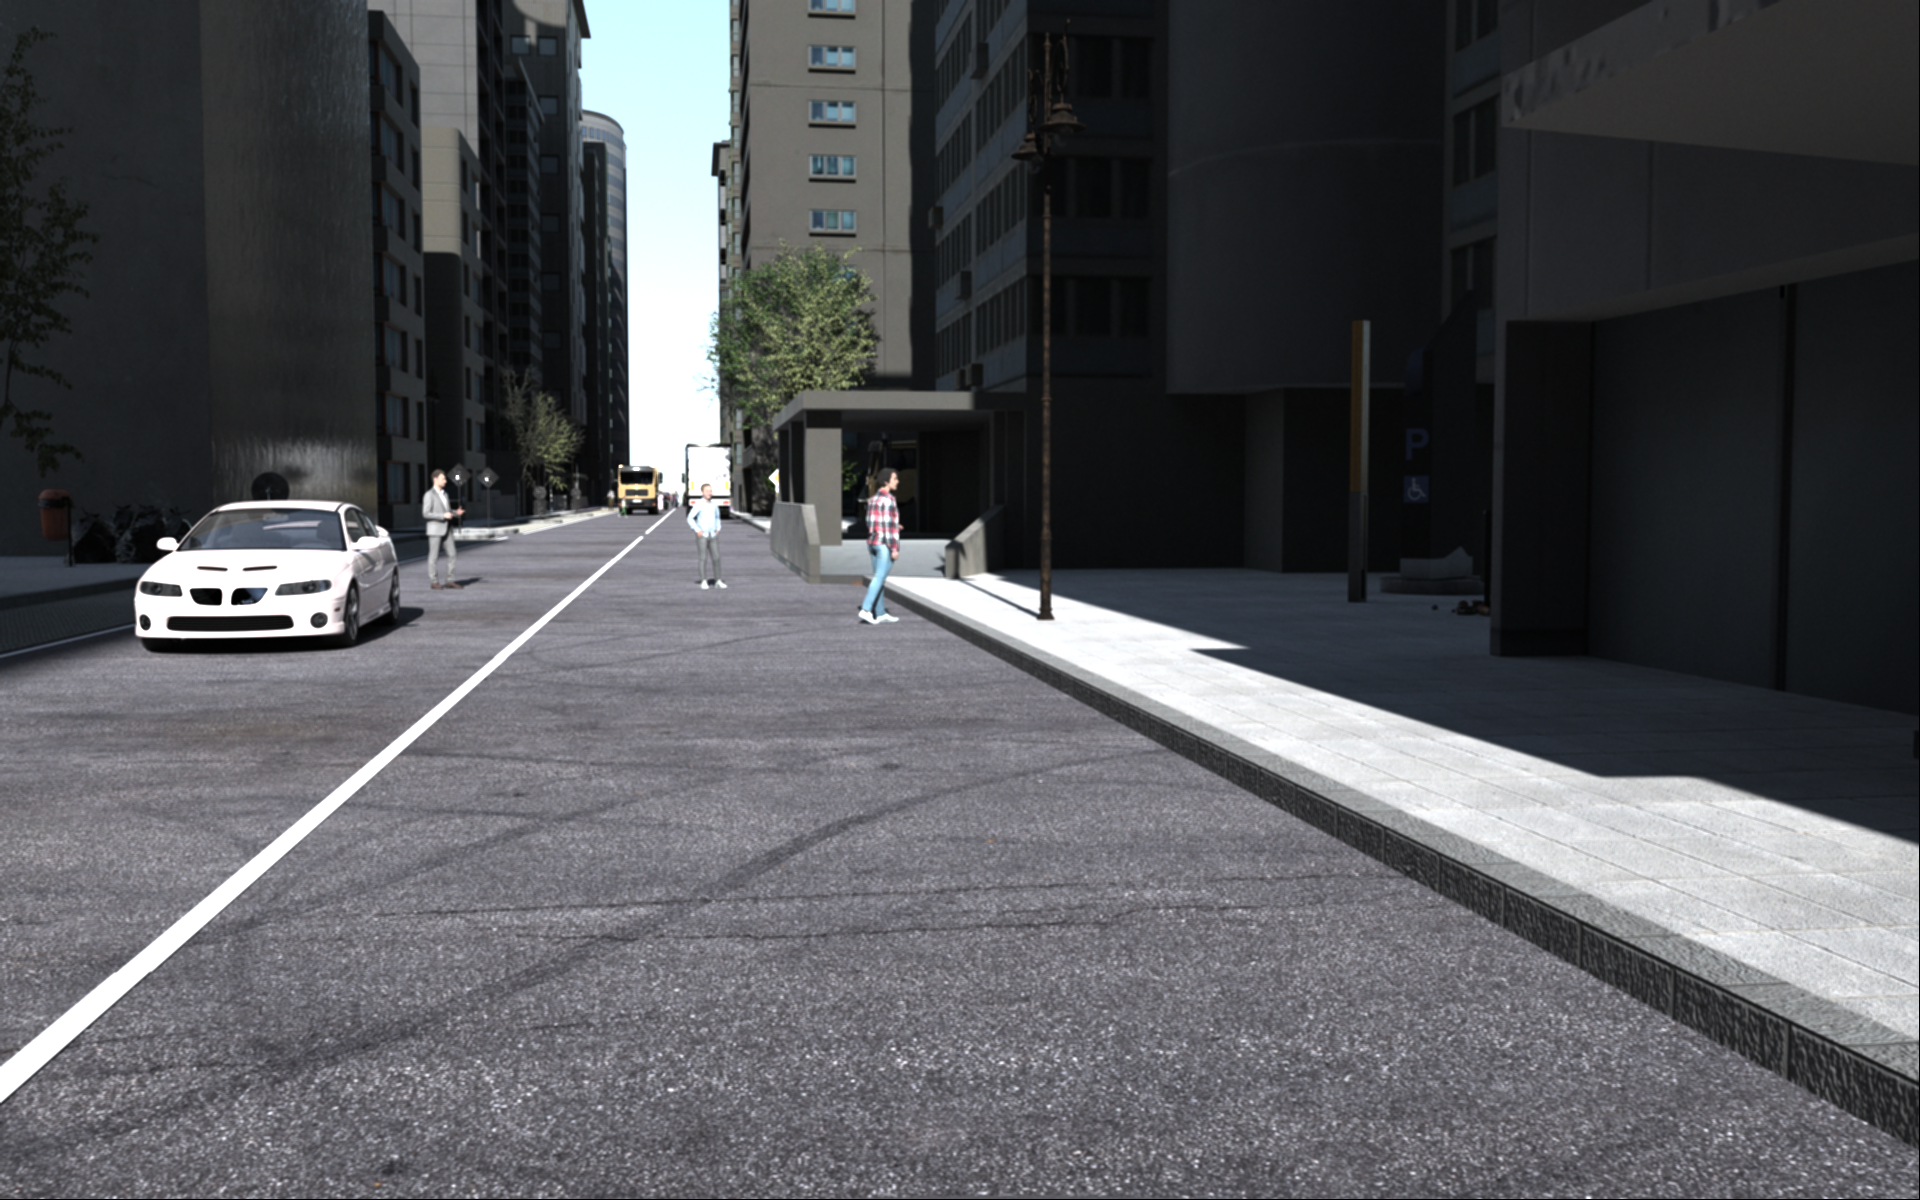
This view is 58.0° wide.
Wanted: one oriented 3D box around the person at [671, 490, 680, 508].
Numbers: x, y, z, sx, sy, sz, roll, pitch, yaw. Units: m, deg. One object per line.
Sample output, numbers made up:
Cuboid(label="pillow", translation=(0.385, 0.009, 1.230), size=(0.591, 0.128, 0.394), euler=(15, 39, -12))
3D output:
Cuboid(label="person", translation=(-29.621, -10.532, 180.682), size=(1.348, 1.826, 0.705), euler=(3, 5, 41))

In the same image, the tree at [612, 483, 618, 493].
Cuboid(label="tree", translation=(-43.071, -13.366, 213.136), size=(1.663, 3.219, 1.824), euler=(0, 3, 0))

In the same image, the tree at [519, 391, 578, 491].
Cuboid(label="tree", translation=(-29.381, -10.516, 122.294), size=(4.737, 8.622, 4.395), euler=(0, 3, 0))

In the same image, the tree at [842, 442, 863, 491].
Cuboid(label="tree", translation=(-4.036, -3.646, 54.217), size=(1.663, 3.219, 1.824), euler=(0, 3, 0))

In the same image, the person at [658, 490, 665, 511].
Cuboid(label="person", translation=(-25.800, -8.565, 149.209), size=(0.621, 1.740, 0.551), euler=(1, 4, 22))

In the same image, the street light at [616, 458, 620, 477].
Cuboid(label="street light", translation=(-43.764, -15.212, 221.506), size=(0.468, 5.910, 1.993), euler=(-1, 4, -9))

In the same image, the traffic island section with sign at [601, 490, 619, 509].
Cuboid(label="traffic island section with sign", translation=(-32.506, -9.374, 161.886), size=(1.989, 1.847, 2.006), euler=(-1, 4, -9))

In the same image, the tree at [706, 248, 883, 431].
Cuboid(label="tree", translation=(-6.897, -8.969, 72.394), size=(9.928, 11.665, 9.643), euler=(0, 3, 0))

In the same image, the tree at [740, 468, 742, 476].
Cuboid(label="tree", translation=(-14.041, -8.515, 122.927), size=(4.285, 4.588, 4.351), euler=(0, 3, 0))

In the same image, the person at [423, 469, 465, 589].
Cuboid(label="person", translation=(-7.774, -1.065, 26.119), size=(0.583, 1.804, 0.606), euler=(1, 4, 14))

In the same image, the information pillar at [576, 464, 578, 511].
Cuboid(label="information pillar", translation=(-29.544, -8.694, 133.503), size=(0.183, 3.616, 0.504), euler=(-1, 4, -10))

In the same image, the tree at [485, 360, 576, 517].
Cuboid(label="tree", translation=(-24.364, -8.926, 96.307), size=(4.360, 8.622, 3.978), euler=(0, 3, 0))

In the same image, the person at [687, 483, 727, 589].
Cuboid(label="person", translation=(-3.824, -0.971, 26.189), size=(0.589, 1.601, 0.330), euler=(-2, 4, -31))

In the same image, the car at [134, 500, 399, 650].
Cuboid(label="car", translation=(-6.850, -0.315, 17.506), size=(2.083, 1.381, 4.827), euler=(-1, 4, -10))

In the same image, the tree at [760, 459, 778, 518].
Cuboid(label="tree", translation=(-9.990, -6.119, 94.653), size=(1.663, 3.219, 1.824), euler=(0, 3, 0))

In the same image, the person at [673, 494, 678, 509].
Cuboid(label="person", translation=(-28.126, -9.745, 171.052), size=(0.599, 1.433, 0.991), euler=(-3, 4, -36))

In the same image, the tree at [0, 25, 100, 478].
Cuboid(label="tree", translation=(-14.447, -4.573, 25.130), size=(4.737, 8.622, 4.395), euler=(0, 3, 0))

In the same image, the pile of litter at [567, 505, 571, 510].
Cuboid(label="pile of litter", translation=(-31.468, -7.533, 137.127), size=(1.719, 0.858, 1.176), euler=(-1, 4, -16))

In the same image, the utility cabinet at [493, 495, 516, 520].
Cuboid(label="utility cabinet", translation=(-22.765, -4.608, 86.503), size=(1.020, 1.237, 0.306), euler=(-1, 4, -16))

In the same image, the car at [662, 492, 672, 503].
Cuboid(label="car", translation=(-49.577, -17.267, 290.993), size=(2.281, 1.827, 5.304), euler=(-1, 4, -10))

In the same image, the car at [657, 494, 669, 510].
Cuboid(label="car", translation=(-27.321, -8.985, 156.695), size=(2.009, 1.686, 4.222), euler=(-1, 4, -9))

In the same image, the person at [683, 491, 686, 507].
Cuboid(label="person", translation=(-30.401, -11.181, 191.830), size=(0.721, 1.766, 1.217), euler=(0, 4, 2))

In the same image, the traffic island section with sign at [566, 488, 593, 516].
Cuboid(label="traffic island section with sign", translation=(-24.828, -6.336, 112.220), size=(1.989, 1.847, 2.006), euler=(-1, 4, -9))

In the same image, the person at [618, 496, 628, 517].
Cuboid(label="person", translation=(-20.715, -5.734, 106.491), size=(0.590, 1.304, 0.306), euler=(0, 4, 1))

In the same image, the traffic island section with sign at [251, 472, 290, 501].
Cuboid(label="traffic island section with sign", translation=(-12.198, -1.337, 30.487), size=(1.989, 1.847, 2.006), euler=(-1, 4, -9))

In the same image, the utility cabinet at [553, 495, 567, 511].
Cuboid(label="utility cabinet", translation=(-30.798, -7.473, 133.340), size=(1.020, 1.237, 0.306), euler=(-3, 5, -43))

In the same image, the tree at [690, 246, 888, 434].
Cuboid(label="tree", translation=(-8.475, -10.744, 86.040), size=(12.009, 13.543, 11.850), euler=(0, 3, 0))

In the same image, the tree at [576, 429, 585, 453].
Cuboid(label="tree", translation=(-30.096, -10.867, 128.040), size=(4.360, 8.622, 3.978), euler=(0, 3, 0))

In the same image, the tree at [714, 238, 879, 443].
Cuboid(label="tree", translation=(-4.088, -6.035, 49.040), size=(4.737, 8.622, 4.395), euler=(0, 3, 0))

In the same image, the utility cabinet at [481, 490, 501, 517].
Cuboid(label="utility cabinet", translation=(-25.393, -5.198, 93.660), size=(0.318, 1.500, 1.173), euler=(3, 4, 38))

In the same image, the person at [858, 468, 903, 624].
Cuboid(label="person", translation=(-0.893, -0.610, 19.307), size=(0.643, 1.720, 0.563), euler=(-2, 4, -24))

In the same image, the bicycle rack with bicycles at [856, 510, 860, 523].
Cuboid(label="bicycle rack with bicycles", translation=(-3.188, -3.591, 72.103), size=(2.925, 0.926, 2.852), euler=(-3, 5, -44))

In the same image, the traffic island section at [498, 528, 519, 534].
Cuboid(label="traffic island section", translation=(-17.258, -2.513, 63.367), size=(2.009, 0.180, 2.903), euler=(-1, 4, -9))

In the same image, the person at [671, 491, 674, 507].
Cuboid(label="person", translation=(-32.168, -11.371, 194.950), size=(0.750, 1.759, 0.617), euler=(2, 4, 32))

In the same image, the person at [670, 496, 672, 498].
Cuboid(label="person", translation=(-46.389, -16.415, 280.137), size=(1.065, 1.426, 0.557), euler=(-1, 4, -12))

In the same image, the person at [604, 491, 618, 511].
Cuboid(label="person", translation=(-30.096, -8.572, 149.383), size=(1.217, 1.736, 0.721), euler=(0, 4, -6))

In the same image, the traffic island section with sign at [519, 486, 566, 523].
Cuboid(label="traffic island section with sign", translation=(-20.680, -4.698, 85.436), size=(1.989, 1.847, 2.006), euler=(-1, 4, -9))

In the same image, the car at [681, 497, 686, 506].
Cuboid(label="car", translation=(-32.020, -11.959, 205.309), size=(2.009, 1.686, 4.222), euler=(-1, 4, -8))

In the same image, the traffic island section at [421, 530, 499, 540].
Cuboid(label="traffic island section", translation=(-16.038, -2.030, 55.476), size=(2.009, 0.180, 2.903), euler=(-1, 4, -9))
